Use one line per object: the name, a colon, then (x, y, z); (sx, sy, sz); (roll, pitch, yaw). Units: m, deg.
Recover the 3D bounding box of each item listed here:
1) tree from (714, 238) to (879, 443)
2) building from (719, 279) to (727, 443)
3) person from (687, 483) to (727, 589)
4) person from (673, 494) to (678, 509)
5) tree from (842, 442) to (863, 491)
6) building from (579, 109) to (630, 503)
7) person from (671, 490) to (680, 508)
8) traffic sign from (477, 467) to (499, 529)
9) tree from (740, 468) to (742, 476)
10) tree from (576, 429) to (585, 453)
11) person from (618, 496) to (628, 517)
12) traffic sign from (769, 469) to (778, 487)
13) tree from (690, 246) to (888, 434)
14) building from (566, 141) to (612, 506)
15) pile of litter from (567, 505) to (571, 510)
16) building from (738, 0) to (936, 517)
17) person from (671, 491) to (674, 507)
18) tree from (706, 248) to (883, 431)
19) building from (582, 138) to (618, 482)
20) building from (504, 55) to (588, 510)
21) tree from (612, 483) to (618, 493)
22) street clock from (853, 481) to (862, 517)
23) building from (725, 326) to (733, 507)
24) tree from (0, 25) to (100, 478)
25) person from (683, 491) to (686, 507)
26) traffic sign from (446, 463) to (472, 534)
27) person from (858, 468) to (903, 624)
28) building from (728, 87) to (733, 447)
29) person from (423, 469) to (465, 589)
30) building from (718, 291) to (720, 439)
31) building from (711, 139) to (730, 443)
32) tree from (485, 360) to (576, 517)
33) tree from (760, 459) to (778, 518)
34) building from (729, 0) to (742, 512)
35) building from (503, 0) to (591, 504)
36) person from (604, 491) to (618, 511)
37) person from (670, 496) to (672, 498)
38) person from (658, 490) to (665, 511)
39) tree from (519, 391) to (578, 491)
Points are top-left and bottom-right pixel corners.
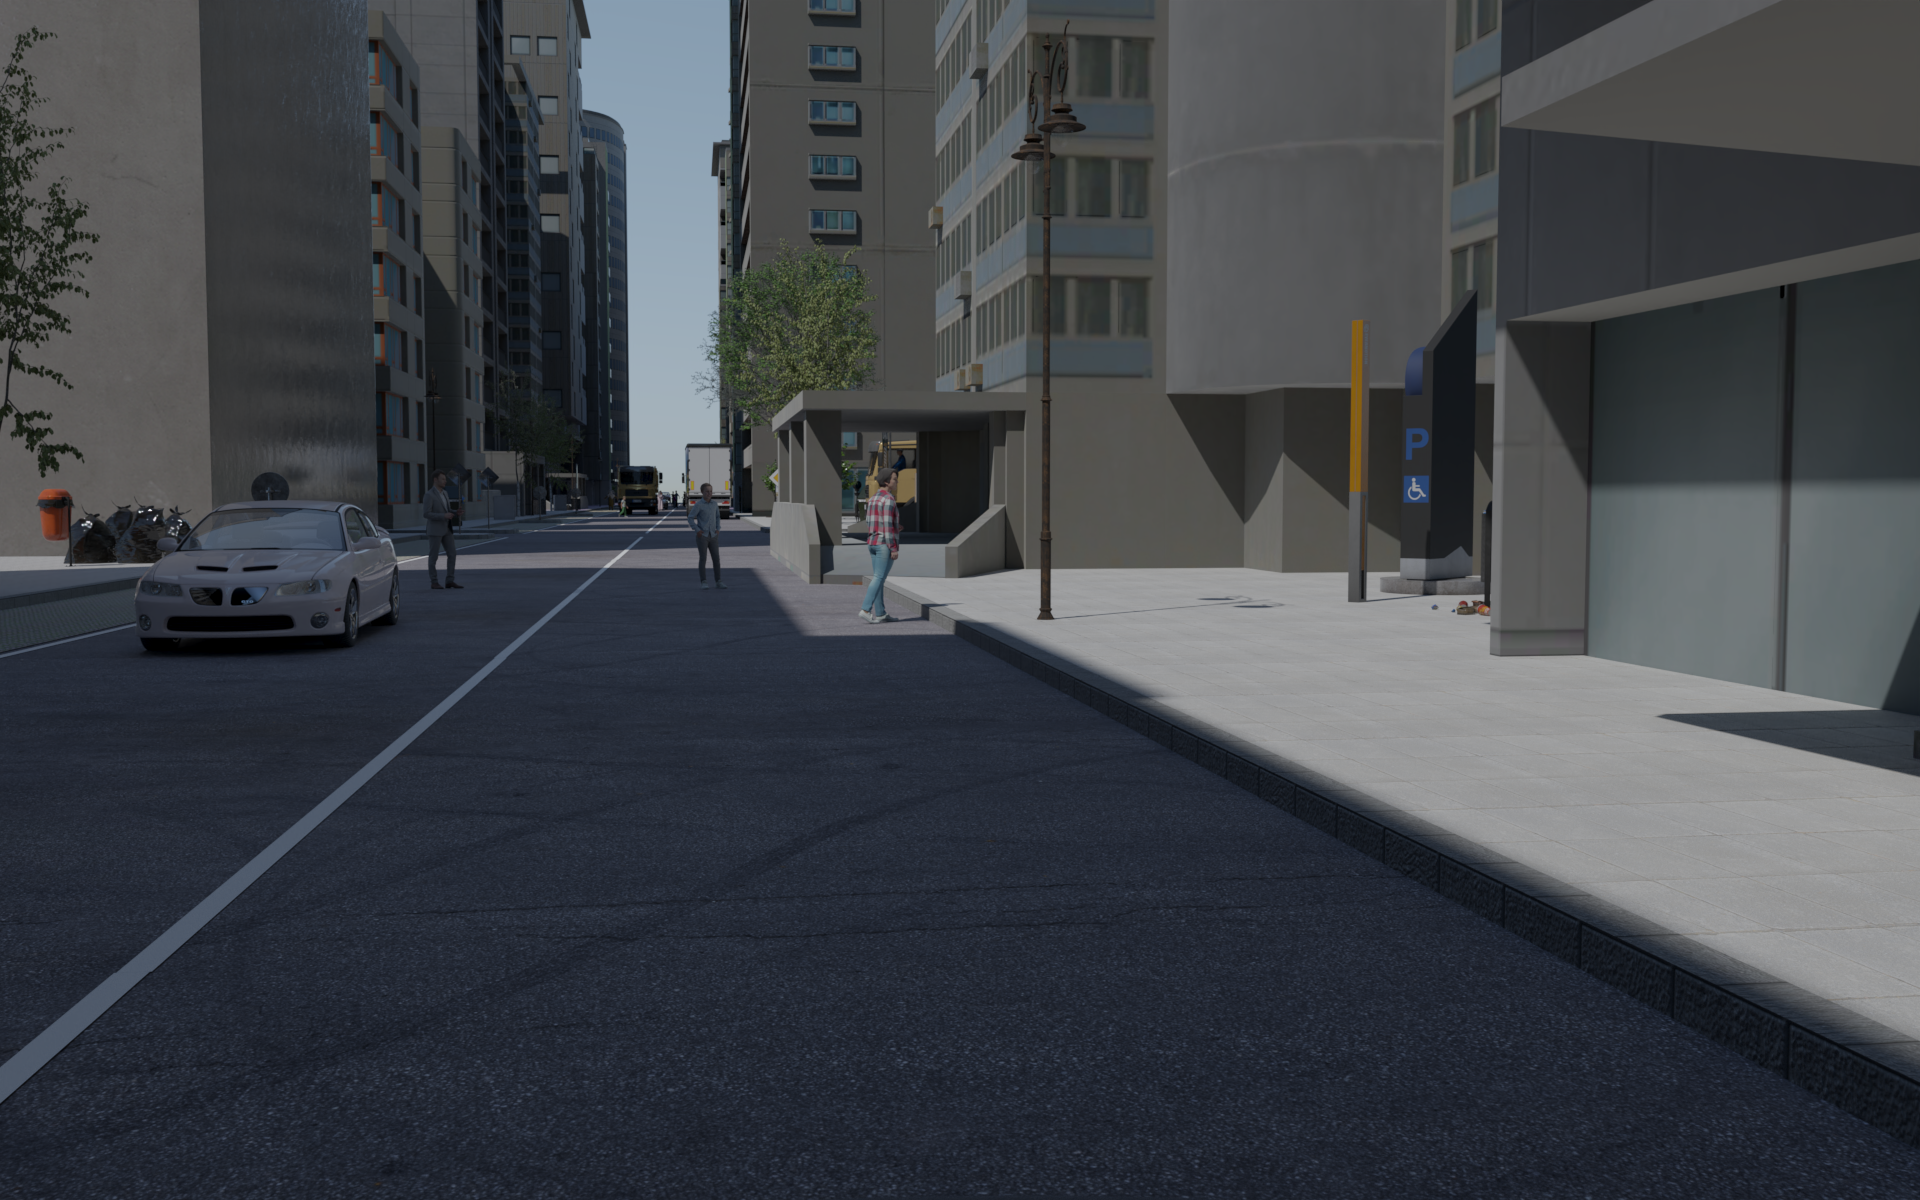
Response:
tree: (-4.088, -6.035, 49.040); (4.737, 8.622, 4.395); (0, 3, 0)
building: (-25.242, -28.227, 233.211); (14.160, 30.474, 14.107); (-1, 4, -9)
person: (-3.824, -0.971, 26.189); (0.589, 1.601, 0.330); (-2, 4, -31)
person: (-28.126, -9.745, 171.052); (0.599, 1.433, 0.991); (-3, 4, -36)
tree: (-4.036, -3.646, 54.217); (1.663, 3.219, 1.824); (0, 3, 0)
building: (-61.319, -44.027, 261.839); (21.231, 58.520, 28.212); (-1, 4, -9)
person: (-29.621, -10.532, 180.682); (1.348, 1.826, 0.705); (3, 5, 41)
traffic sign: (-17.236, -3.649, 63.309); (0.795, 2.450, 0.064); (-1, 4, -9)
tree: (-14.041, -8.515, 122.927); (4.285, 4.588, 4.351); (0, 3, 0)
tree: (-30.096, -10.867, 128.040); (4.360, 8.622, 3.978); (0, 3, 0)
person: (-20.715, -5.734, 106.491); (0.590, 1.304, 0.306); (0, 4, 1)
traffic sign: (-6.763, -3.747, 64.901); (0.795, 2.450, 0.064); (-1, 4, -9)
tree: (-8.475, -10.744, 86.040); (12.009, 13.543, 11.850); (0, 3, 0)
building: (-46.840, -31.257, 194.639); (14.154, 41.232, 14.086); (-1, 4, -9)
pile of litter: (-31.468, -7.533, 137.127); (1.719, 0.858, 1.176); (-1, 4, -16)
building: (-2.710, -29.600, 107.663); (21.300, 48.544, 21.600); (-1, 4, -9)
person: (-32.168, -11.371, 194.950); (0.750, 1.759, 0.617); (2, 4, 32)
tree: (-6.897, -8.969, 72.394); (9.928, 11.665, 9.643); (0, 3, 0)
building: (-58.568, -37.477, 232.363); (23.786, 49.044, 30.456); (-1, 4, -9)
building: (-48.497, -27.787, 146.194); (32.217, 40.220, 23.993); (-1, 4, -9)
tree: (-43.071, -13.366, 213.136); (1.663, 3.219, 1.824); (0, 3, 0)
street clock: (-5.634, -5.522, 94.858); (0.471, 2.002, 0.358); (-3, 5, -43)
building: (-11.367, -21.013, 188.608); (27.650, 21.520, 28.899); (-1, 4, -9)
tree: (-14.447, -4.573, 25.130); (4.737, 8.622, 4.395); (0, 3, 0)
person: (-30.401, -11.181, 191.830); (0.721, 1.766, 1.217); (0, 4, 2)
traffic sign: (-16.016, -3.167, 55.417); (0.795, 2.450, 0.064); (-1, 4, -9)
person: (-0.893, -0.610, 19.307); (0.643, 1.720, 0.563); (-2, 4, -24)
building: (-9.864, -30.846, 158.959); (22.147, 44.769, 28.867); (-1, 4, -9)
person: (-7.774, -1.065, 26.119); (0.583, 1.804, 0.606); (1, 4, 14)
building: (-28.058, -40.554, 282.671); (23.786, 49.044, 30.456); (-1, 4, -9)
building: (-21.693, -40.675, 254.275); (28.713, 52.752, 27.495); (-1, 4, -9)
tree: (-24.364, -8.926, 96.307); (4.360, 8.622, 3.978); (0, 3, 0)
tree: (-9.990, -6.119, 94.653); (1.663, 3.219, 1.824); (0, 3, 0)
building: (-10.505, -27.473, 132.786); (14.154, 41.232, 14.086); (-1, 4, -9)
building: (-51.684, -35.655, 172.198); (28.713, 52.752, 27.495); (-1, 4, -9)
person: (-30.096, -8.572, 149.383); (1.217, 1.736, 0.721); (0, 4, -6)
person: (-46.389, -16.415, 280.137); (1.065, 1.426, 0.557); (-1, 4, -12)
person: (-25.800, -8.565, 149.209); (0.621, 1.740, 0.551); (1, 4, 22)
tree: (-29.381, -10.516, 122.294); (4.737, 8.622, 4.395); (0, 3, 0)
